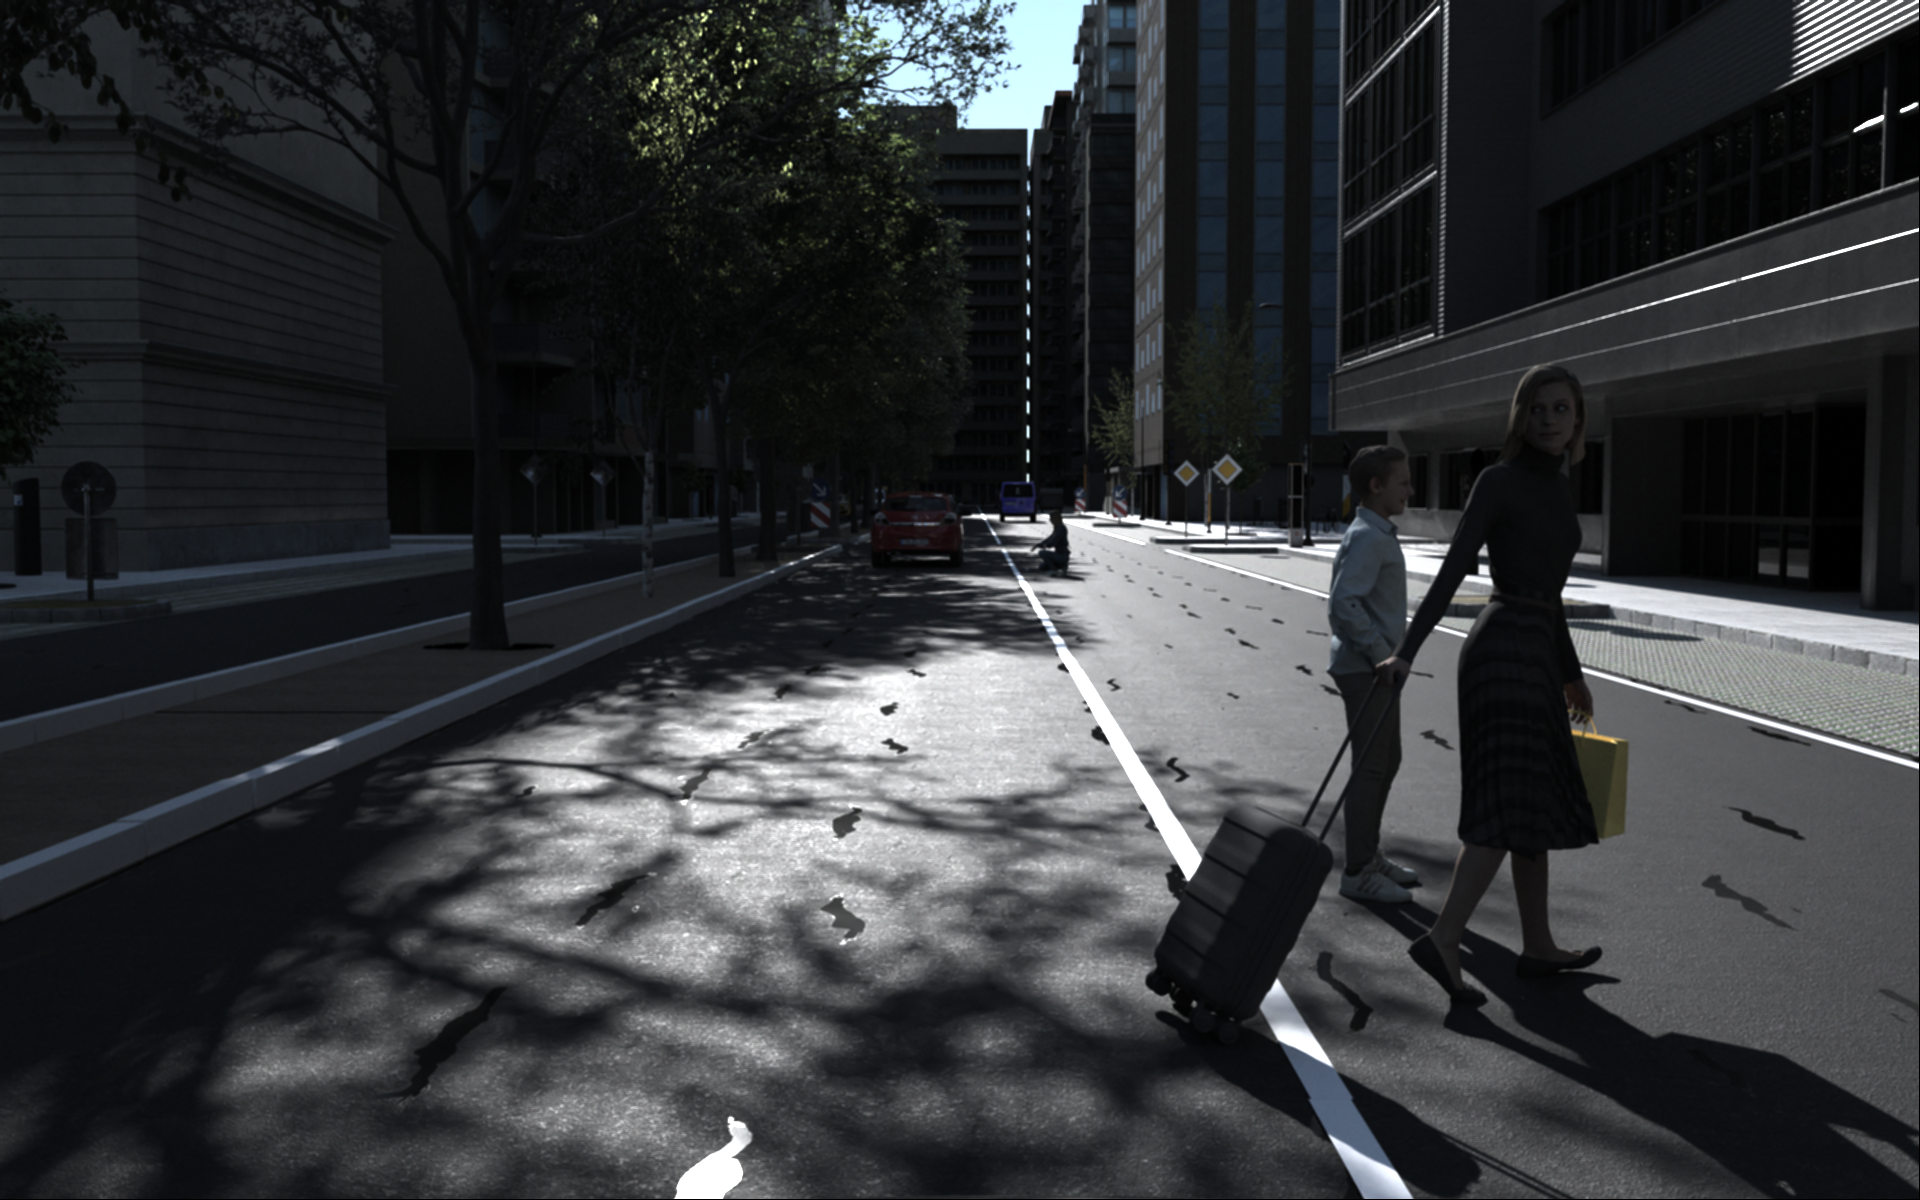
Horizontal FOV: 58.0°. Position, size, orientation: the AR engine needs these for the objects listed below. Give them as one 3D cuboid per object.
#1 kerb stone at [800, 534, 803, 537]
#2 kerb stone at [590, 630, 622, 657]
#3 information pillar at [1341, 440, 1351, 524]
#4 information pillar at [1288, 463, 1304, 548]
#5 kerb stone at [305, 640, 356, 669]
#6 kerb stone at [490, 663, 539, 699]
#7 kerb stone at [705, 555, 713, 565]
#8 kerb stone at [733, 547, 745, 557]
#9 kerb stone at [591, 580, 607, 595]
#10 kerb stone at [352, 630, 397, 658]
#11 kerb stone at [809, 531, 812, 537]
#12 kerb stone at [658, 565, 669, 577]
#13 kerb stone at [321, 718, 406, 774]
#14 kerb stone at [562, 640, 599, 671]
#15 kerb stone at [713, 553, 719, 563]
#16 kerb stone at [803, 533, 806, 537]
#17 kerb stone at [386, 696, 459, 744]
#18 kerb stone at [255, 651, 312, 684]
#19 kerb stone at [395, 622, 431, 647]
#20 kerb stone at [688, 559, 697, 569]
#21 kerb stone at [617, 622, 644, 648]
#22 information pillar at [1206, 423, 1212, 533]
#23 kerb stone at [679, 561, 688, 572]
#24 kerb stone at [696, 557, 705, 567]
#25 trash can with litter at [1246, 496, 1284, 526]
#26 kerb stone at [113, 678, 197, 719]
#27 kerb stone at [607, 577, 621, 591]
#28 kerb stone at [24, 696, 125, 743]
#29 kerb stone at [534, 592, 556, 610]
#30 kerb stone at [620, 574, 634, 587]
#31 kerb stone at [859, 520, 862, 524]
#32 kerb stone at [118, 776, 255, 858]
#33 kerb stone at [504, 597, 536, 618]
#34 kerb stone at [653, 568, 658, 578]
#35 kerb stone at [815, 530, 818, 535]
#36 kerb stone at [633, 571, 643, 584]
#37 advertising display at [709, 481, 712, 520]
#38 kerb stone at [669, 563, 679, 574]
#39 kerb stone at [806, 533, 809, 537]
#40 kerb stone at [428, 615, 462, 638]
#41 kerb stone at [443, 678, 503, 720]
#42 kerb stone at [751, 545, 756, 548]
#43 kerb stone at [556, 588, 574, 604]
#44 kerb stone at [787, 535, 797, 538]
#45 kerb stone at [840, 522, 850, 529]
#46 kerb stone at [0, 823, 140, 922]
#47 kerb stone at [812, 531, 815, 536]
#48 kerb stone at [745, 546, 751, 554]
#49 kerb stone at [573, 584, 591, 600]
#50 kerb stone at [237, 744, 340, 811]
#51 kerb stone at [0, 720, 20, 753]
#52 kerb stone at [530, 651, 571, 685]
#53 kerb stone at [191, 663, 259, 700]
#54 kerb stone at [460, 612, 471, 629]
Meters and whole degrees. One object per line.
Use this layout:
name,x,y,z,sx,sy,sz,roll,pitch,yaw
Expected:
kerb stone,-5.073,-1.944,53.988,0.120,0.150,1.000,0,4,0
kerb stone,-3.207,0.410,15.503,0.120,0.150,1.000,0,4,0
information pillar,16.731,-5.113,74.945,0.183,3.616,0.504,-1,4,-20
information pillar,8.054,-2.266,41.548,0.304,2.012,0.304,0,4,-3
kerb stone,-5.313,0.472,14.498,0.120,0.150,1.000,0,4,0
kerb stone,-3.227,0.597,12.435,0.120,0.150,1.000,0,4,0
kerb stone,-5.190,-0.784,35.019,0.120,0.150,1.000,0,4,0
kerb stone,-5.158,-1.097,40.136,0.120,0.150,1.000,0,4,0
kerb stone,-5.247,-0.152,24.739,0.120,0.150,1.000,0,4,0
kerb stone,-5.302,0.408,15.530,0.120,0.150,1.000,0,4,0
kerb stone,-5.061,-2.124,57.059,0.120,0.150,1.000,0,4,0
kerb stone,-5.219,-0.470,29.888,0.120,0.150,1.000,0,4,0
kerb stone,-3.233,0.789,9.356,0.120,0.150,1.000,0,4,0
kerb stone,-3.210,0.474,14.481,0.120,0.150,1.000,0,4,0
kerb stone,-5.183,-0.844,36.048,0.120,0.150,1.000,0,4,0
kerb stone,-5.072,-2.007,55.010,0.120,0.150,1.000,0,4,0
kerb stone,-3.233,0.722,10.391,0.120,0.150,1.000,0,4,0
kerb stone,-5.316,0.535,13.477,0.120,0.150,1.000,0,4,0
kerb stone,-5.293,0.345,16.551,0.120,0.150,1.000,0,4,0
kerb stone,-5.197,-0.656,32.970,0.120,0.150,1.000,0,4,0
kerb stone,-3.194,0.348,16.529,0.120,0.150,1.000,0,4,0
information pillar,8.187,-4.003,56.802,0.183,3.616,0.504,0,4,7
kerb stone,-5.207,-0.596,31.944,0.120,0.150,1.000,0,4,0
kerb stone,-5.194,-0.717,33.992,0.120,0.150,1.000,0,4,0
trash can with litter,12.473,-3.632,70.448,2.233,1.210,1.678,-3,4,-38
kerb stone,-5.330,0.659,11.418,0.120,0.150,1.000,0,4,0
kerb stone,-5.242,-0.213,25.769,0.120,0.150,1.000,0,4,0
kerb stone,-5.334,0.722,10.393,0.120,0.150,1.000,0,4,0
kerb stone,-5.268,0.032,21.666,0.120,0.150,1.000,0,4,0
kerb stone,-5.240,-0.279,26.805,0.120,0.150,1.000,0,4,0
kerb stone,-4.877,-3.952,86.816,0.120,0.150,1.000,0,4,0
kerb stone,-3.255,0.910,7.311,0.120,0.150,1.000,0,4,0
kerb stone,-5.273,0.095,20.644,0.120,0.150,1.000,0,4,0
kerb stone,-5.224,-0.405,28.859,0.120,0.150,1.000,0,4,0
kerb stone,-5.047,-2.258,59.115,0.120,0.150,1.000,0,4,0
kerb stone,-5.232,-0.343,27.828,0.120,0.150,1.000,0,4,0
advertising display,-12.520,-5.003,87.010,0.123,1.923,0.974,0,4,-6
kerb stone,-5.206,-0.533,30.915,0.120,0.150,1.000,0,4,0
kerb stone,-5.063,-2.070,56.037,0.120,0.150,1.000,0,4,0
kerb stone,-5.288,0.283,17.573,0.120,0.150,1.000,0,4,0
kerb stone,-3.226,0.659,11.413,0.120,0.150,1.000,0,4,0
kerb stone,-5.150,-1.222,42.193,0.120,0.150,1.000,0,4,0
kerb stone,-5.263,-0.026,22.692,0.120,0.150,1.000,0,4,0
kerb stone,-5.083,-1.819,51.943,0.120,0.150,1.000,0,4,0
kerb stone,-4.949,-3.198,74.490,0.120,0.150,1.000,0,4,0
kerb stone,-3.258,0.977,6.290,0.120,0.150,1.000,0,4,0
kerb stone,-5.052,-2.196,58.093,0.120,0.150,1.000,0,4,0
kerb stone,-5.158,-1.158,41.166,0.120,0.150,1.000,0,4,0
kerb stone,-5.255,-0.093,23.713,0.120,0.150,1.000,0,4,0
kerb stone,-3.241,0.852,8.334,0.120,0.150,1.000,0,4,0
kerb stone,-5.337,0.784,9.371,0.120,0.150,1.000,0,4,0
kerb stone,-3.215,0.537,13.459,0.120,0.150,1.000,0,4,0
kerb stone,-5.324,0.598,12.445,0.120,0.150,1.000,0,4,0
kerb stone,-5.285,0.224,18.596,0.120,0.150,1.000,0,4,0
